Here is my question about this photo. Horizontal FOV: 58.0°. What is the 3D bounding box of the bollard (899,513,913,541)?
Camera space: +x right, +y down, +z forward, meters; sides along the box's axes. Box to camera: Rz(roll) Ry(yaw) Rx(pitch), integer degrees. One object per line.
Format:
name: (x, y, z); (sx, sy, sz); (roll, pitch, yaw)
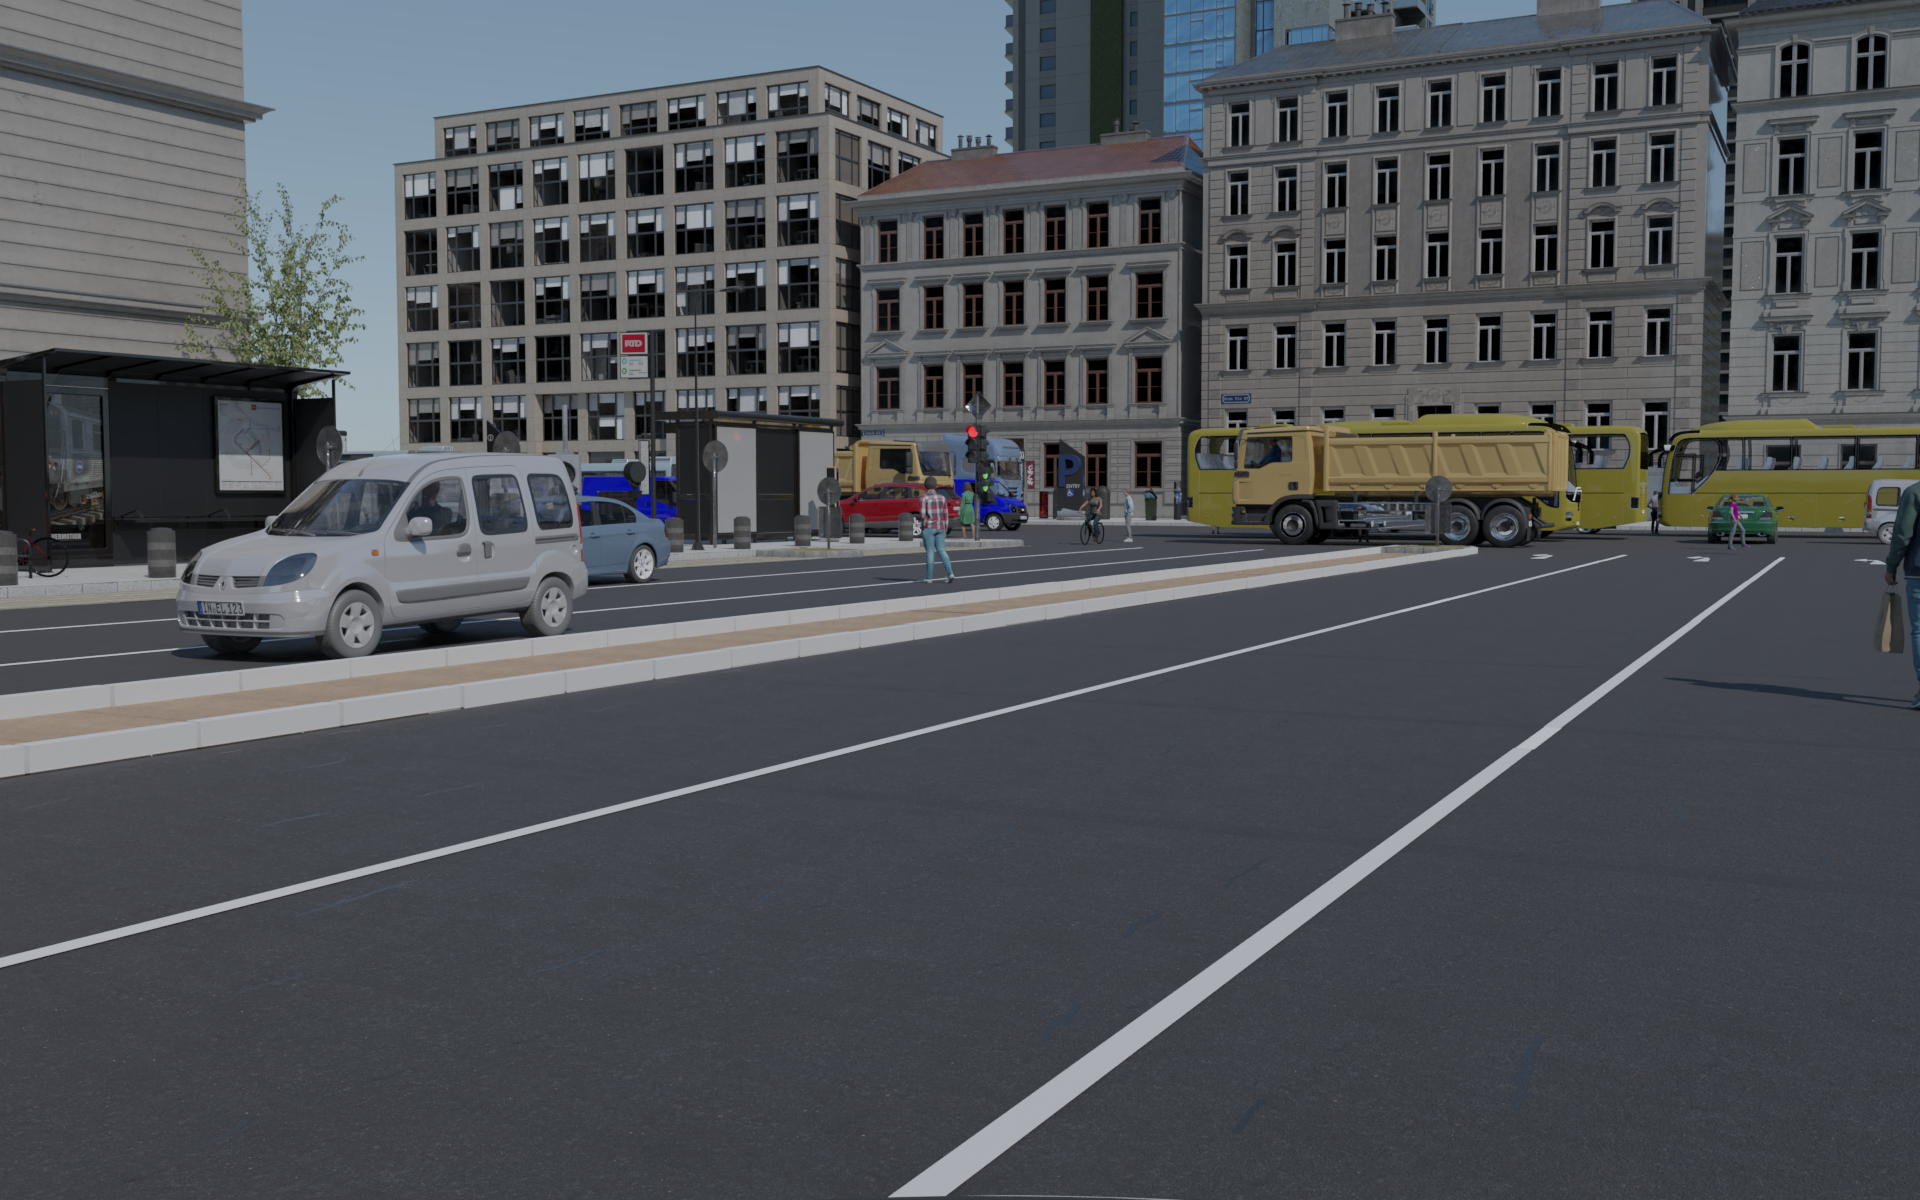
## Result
bollard: (-1.471, -1.985, 47.164); (0.404, 0.777, 0.398); (0, 3, 0)

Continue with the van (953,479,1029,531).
van: (0.132, -3.904, 68.218); (5.245, 2.365, 2.240); (2, 4, 27)

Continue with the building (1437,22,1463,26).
building: (43.105, -34.043, 180.309); (21.600, 48.544, 21.300); (2, 4, 28)

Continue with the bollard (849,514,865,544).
bollard: (-2.668, -1.845, 44.876); (0.404, 0.777, 0.398); (0, 3, 0)

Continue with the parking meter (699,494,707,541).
parking meter: (-7.108, -2.574, 47.792); (0.255, 1.863, 0.399); (-1, 4, -10)

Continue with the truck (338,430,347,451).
truck: (-32.563, -5.455, 78.107); (11.283, 4.237, 2.839); (2, 4, 28)

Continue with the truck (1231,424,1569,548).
truck: (11.767, -3.223, 48.615); (9.791, 3.379, 3.469); (2, 4, 26)

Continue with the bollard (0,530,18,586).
bollard: (-13.456, -0.587, 24.313); (0.404, 0.777, 0.398); (0, 3, 0)

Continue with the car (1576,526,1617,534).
car: (21.575, -3.307, 63.117); (4.494, 1.783, 2.155); (2, 4, 29)

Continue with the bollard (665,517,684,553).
bollard: (-6.269, -1.425, 38.016); (0.404, 0.777, 0.398); (0, 3, 0)

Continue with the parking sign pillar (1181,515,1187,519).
parking sign pillar: (12.091, -6.142, 88.890); (1.447, 3.967, 1.447); (2, 4, 25)

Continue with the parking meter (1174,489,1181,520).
parking meter: (10.753, -4.721, 85.602); (0.372, 1.533, 0.369); (0, 3, 0)

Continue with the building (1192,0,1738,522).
building: (25.920, -17.881, 89.614); (25.104, 27.353, 12.463); (2, 4, 28)

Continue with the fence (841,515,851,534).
fence: (-3.699, -2.084, 49.447); (2.069, 0.683, 0.278); (3, 5, 41)

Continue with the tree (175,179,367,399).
tree: (-15.656, -5.497, 40.239); (4.737, 8.622, 4.395); (0, 3, 0)

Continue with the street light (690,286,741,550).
street light: (-5.515, -4.072, 39.119); (1.470, 5.913, 1.316); (2, 4, 28)

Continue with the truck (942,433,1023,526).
truck: (-5.434, -5.522, 80.047); (18.799, 4.110, 2.967); (2, 4, 26)

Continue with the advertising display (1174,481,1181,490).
advertising display: (10.840, -4.965, 86.396); (0.123, 1.923, 0.974); (1, 4, 21)

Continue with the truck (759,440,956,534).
truck: (-4.170, -4.162, 63.970); (9.791, 3.379, 3.469); (2, 4, 29)

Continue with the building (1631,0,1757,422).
building: (101.685, -48.645, 233.592); (20.611, 71.187, 20.563); (2, 4, 28)

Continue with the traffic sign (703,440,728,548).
traffic sign: (-5.813, -2.502, 41.012); (0.768, 2.556, 0.104); (2, 4, 31)

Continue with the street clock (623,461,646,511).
street clock: (-7.183, -2.063, 38.307); (0.358, 2.002, 0.471); (3, 4, 39)

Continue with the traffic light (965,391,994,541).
traffic light: (0.488, -3.581, 47.469); (0.839, 4.253, 0.868); (2, 4, 28)

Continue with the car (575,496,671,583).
car: (-6.432, -0.925, 27.122); (2.014, 1.417, 4.499); (2, 4, 29)

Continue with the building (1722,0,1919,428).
building: (57.571, -18.273, 75.186); (44.131, 29.872, 17.030); (2, 4, 28)

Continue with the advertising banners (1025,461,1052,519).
advertising banners: (4.401, -5.758, 90.330); (2.074, 3.025, 0.090); (1, 4, 14)

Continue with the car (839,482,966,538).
car: (-2.368, -3.023, 58.103); (5.304, 1.827, 2.281); (2, 4, 26)

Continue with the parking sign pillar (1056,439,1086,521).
parking sign pillar: (5.431, -5.871, 84.460); (1.447, 3.967, 1.447); (1, 4, 22)

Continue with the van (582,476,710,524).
van: (-10.274, -3.309, 58.489); (5.245, 2.365, 2.240); (2, 4, 29)

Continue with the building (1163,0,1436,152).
building: (30.602, -51.543, 155.404); (22.319, 86.520, 31.000); (2, 4, 28)

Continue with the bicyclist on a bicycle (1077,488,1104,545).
bicyclist on a bicycle: (3.754, -2.385, 49.019); (1.499, 1.676, 1.625); (2, 4, 29)

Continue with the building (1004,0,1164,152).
building: (20.310, -39.702, 191.126); (28.212, 58.520, 21.231); (2, 4, 28)

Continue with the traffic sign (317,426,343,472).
traffic sign: (-11.748, -1.965, 32.236); (0.768, 2.556, 0.104); (2, 4, 34)

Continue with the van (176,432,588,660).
van: (-5.363, -0.575, 16.416); (2.013, 2.044, 4.112); (2, 4, 26)

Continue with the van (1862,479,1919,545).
van: (27.830, -2.567, 48.977); (4.112, 2.044, 2.013); (2, 4, 27)

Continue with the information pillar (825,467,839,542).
information pillar: (-3.414, -2.560, 46.344); (0.304, 2.012, 0.304); (1, 4, 14)

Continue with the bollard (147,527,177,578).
bollard: (-12.260, -0.726, 26.595); (0.404, 0.777, 0.398); (0, 3, 0)

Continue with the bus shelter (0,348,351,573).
bus shelter: (-13.860, -2.428, 30.986); (1.731, 3.624, 6.357); (2, 4, 28)

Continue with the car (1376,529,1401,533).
car: (14.787, -3.449, 65.181); (4.718, 1.807, 1.959); (2, 4, 29)

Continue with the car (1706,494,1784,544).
car: (23.199, -2.413, 51.254); (2.131, 1.459, 4.920); (2, 4, 26)

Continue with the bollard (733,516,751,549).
bollard: (-5.068, -1.565, 40.307); (0.404, 0.777, 0.398); (0, 3, 0)

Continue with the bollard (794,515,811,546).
bollard: (-3.869, -1.705, 42.587); (0.404, 0.777, 0.398); (0, 3, 0)

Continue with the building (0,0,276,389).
building: (-30.179, -15.575, 42.039); (23.554, 28.519, 14.401); (2, 4, 28)

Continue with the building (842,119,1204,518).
building: (5.272, -16.172, 100.563); (21.152, 22.565, 11.583); (2, 4, 28)

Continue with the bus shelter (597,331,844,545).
bus shelter: (-6.229, -4.117, 44.950); (2.179, 5.291, 8.768); (2, 4, 28)

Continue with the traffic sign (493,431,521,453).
traffic sign: (-9.199, -2.140, 35.091); (0.768, 2.556, 0.104); (2, 4, 31)

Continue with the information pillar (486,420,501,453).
information pillar: (-14.716, -3.875, 54.713); (0.504, 3.616, 0.183); (1, 4, 17)

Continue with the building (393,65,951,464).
building: (-18.162, -19.085, 116.562); (34.151, 26.468, 19.350); (2, 4, 28)
